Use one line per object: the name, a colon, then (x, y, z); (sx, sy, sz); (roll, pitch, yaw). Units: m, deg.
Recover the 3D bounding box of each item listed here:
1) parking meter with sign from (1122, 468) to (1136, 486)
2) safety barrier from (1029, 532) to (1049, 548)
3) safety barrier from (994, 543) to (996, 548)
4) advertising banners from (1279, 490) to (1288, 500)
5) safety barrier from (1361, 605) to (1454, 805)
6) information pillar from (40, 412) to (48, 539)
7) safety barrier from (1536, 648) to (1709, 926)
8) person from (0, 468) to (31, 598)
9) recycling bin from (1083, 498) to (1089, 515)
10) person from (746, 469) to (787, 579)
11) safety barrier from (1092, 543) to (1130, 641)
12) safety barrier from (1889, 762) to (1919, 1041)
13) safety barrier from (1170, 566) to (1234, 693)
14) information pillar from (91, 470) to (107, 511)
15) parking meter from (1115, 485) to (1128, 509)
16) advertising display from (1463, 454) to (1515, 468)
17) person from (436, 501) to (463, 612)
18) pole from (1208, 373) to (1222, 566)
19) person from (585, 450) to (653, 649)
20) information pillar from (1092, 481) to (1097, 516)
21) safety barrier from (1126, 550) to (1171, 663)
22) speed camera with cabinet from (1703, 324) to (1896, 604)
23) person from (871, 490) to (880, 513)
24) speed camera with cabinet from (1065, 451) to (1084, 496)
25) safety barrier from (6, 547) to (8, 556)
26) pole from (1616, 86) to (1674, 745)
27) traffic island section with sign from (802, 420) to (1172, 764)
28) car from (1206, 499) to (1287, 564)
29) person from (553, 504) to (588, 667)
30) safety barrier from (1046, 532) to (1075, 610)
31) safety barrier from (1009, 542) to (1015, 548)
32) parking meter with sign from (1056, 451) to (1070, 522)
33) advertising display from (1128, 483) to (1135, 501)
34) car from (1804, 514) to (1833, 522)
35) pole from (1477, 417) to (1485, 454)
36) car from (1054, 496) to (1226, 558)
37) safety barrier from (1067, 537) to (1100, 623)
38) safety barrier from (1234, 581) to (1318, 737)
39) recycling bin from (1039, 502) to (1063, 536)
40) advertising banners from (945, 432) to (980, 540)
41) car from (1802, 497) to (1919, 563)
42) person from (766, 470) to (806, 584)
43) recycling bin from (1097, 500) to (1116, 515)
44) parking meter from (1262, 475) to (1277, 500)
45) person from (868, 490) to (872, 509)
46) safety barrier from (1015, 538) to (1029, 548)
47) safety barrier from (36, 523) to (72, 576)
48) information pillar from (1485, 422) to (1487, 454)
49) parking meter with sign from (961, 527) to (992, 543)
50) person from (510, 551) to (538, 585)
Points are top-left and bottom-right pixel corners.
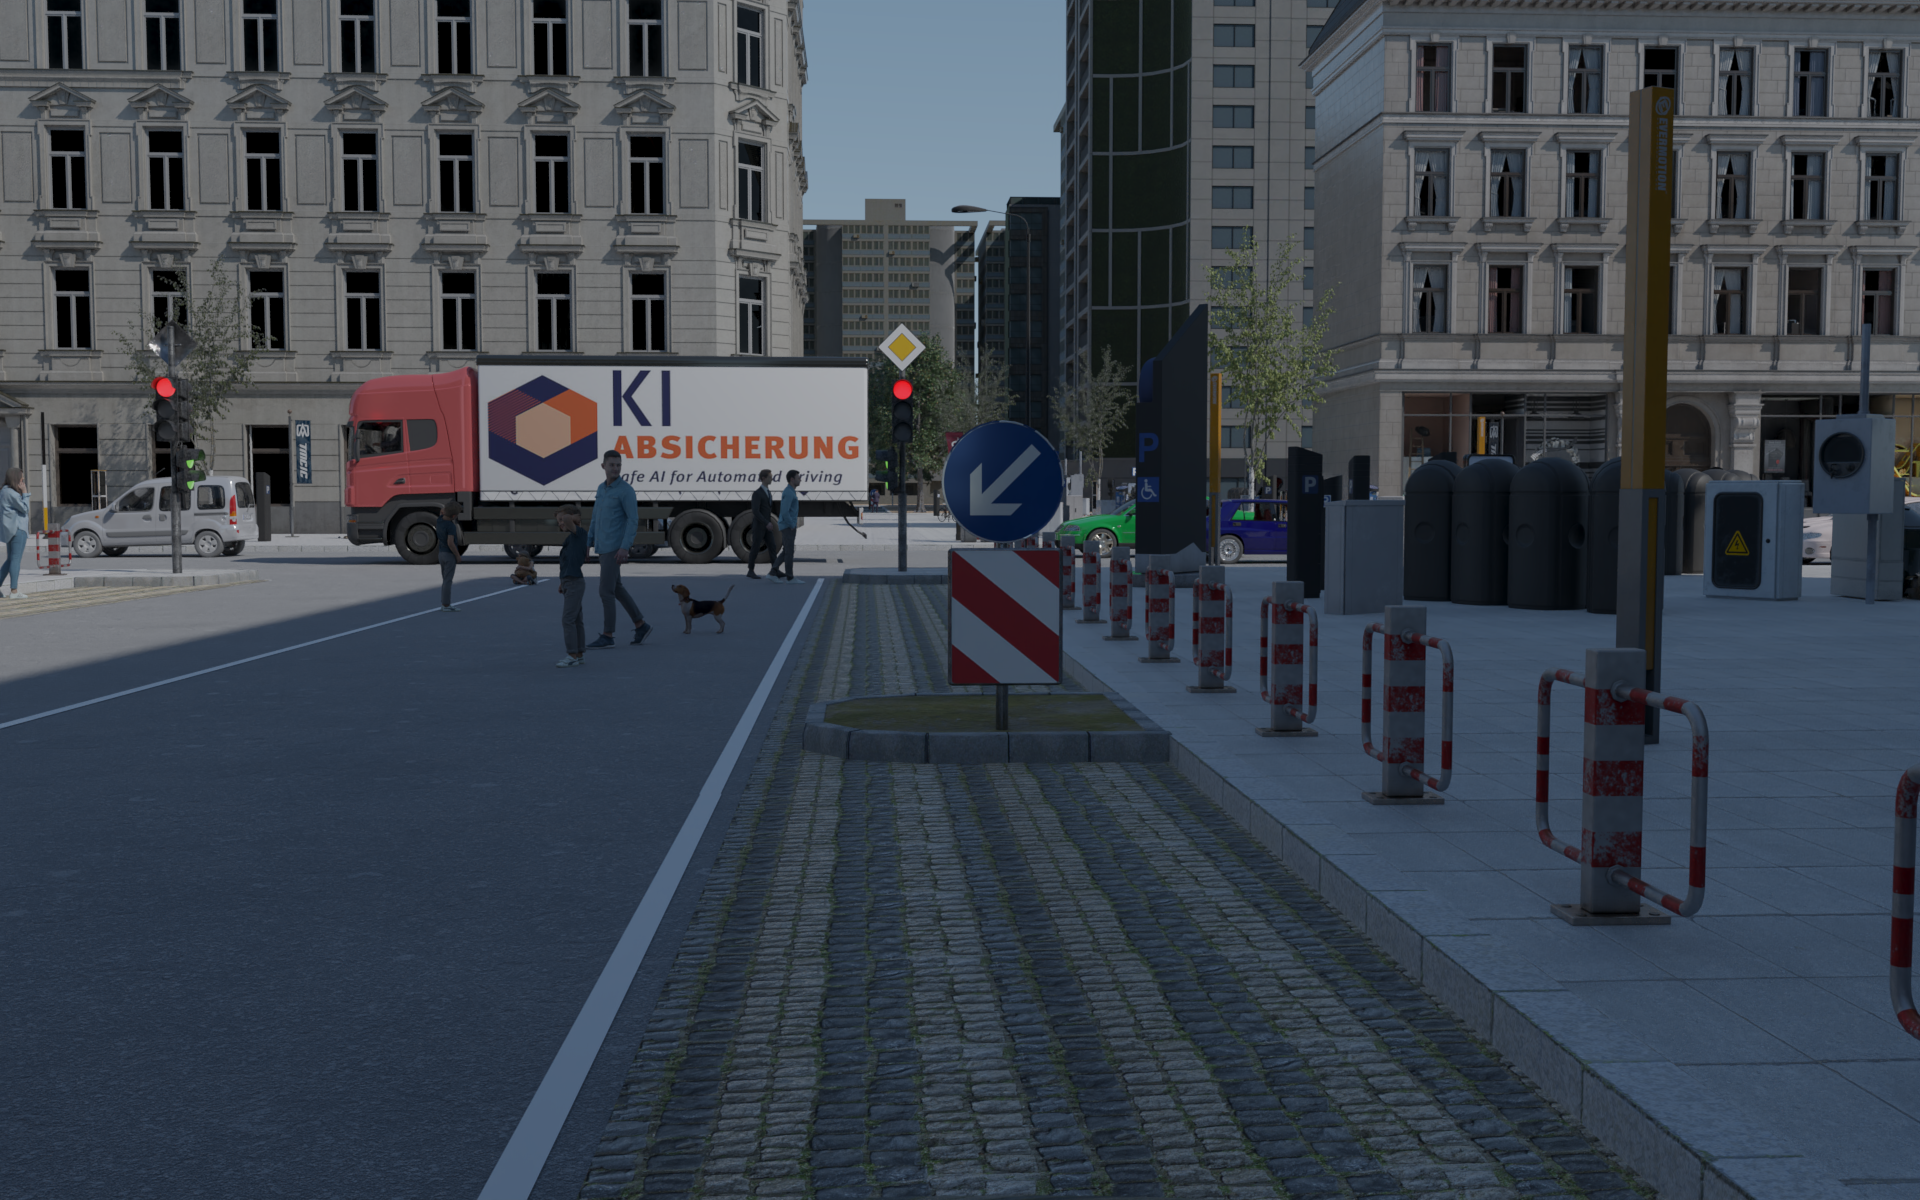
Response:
parking meter with sign: (11.077, -7.240, 114.633); (0.543, 3.016, 1.738); (-2, 4, -31)
safety barrier: (1.087, -0.426, 21.236); (0.300, 0.817, 1.120); (0, 4, -3)
safety barrier: (0.760, -0.793, 27.234); (0.300, 0.817, 1.120); (0, 4, -3)
advertising banners: (12.951, -4.424, 68.527); (0.090, 3.025, 2.074); (0, 4, -6)
safety barrier: (1.848, 0.432, 7.209); (0.300, 0.817, 1.120); (0, 4, -3)
information pillar: (-26.163, -3.554, 49.469); (0.183, 3.616, 0.504); (-2, 4, -31)
safety barrier: (1.964, 0.554, 5.209); (0.300, 0.817, 1.120); (0, 4, -3)
person: (-12.974, -0.911, 23.665); (0.793, 1.790, 0.793); (1, 4, 12)
recycling bin: (7.516, -5.729, 106.225); (0.722, 1.027, 0.722); (1, 4, 16)
person: (-3.255, -1.281, 29.217); (0.755, 1.850, 0.659); (1, 4, 20)
safety barrier: (1.412, -0.058, 15.227); (0.300, 0.817, 1.120); (0, 4, -3)
safety barrier: (2.070, 0.677, 3.210); (0.300, 0.817, 1.120); (0, 4, -3)
safety barrier: (1.631, 0.186, 11.228); (0.300, 0.817, 1.120); (0, 4, -3)
information pillar: (-26.360, -2.970, 53.057); (0.304, 2.012, 0.304); (1, 4, 20)
parking meter: (4.759, -2.601, 50.932); (0.372, 1.533, 0.369); (0, 3, 0)
advertising display: (8.517, -1.390, 27.935); (0.974, 1.923, 0.123); (-2, 4, -24)
person: (-6.234, -0.534, 21.146); (0.435, 1.345, 0.340); (2, 4, 33)
pole: (4.322, -2.171, 29.343); (0.158, 3.312, 0.155); (0, 3, 0)
person: (-3.172, -0.477, 16.166); (0.748, 1.841, 0.638); (-2, 4, -33)
information pillar: (7.580, -5.633, 96.598); (0.304, 2.012, 0.304); (2, 4, 35)
safety barrier: (1.524, 0.064, 13.227); (0.300, 0.817, 1.120); (0, 4, -3)
speed camera with cabinet: (9.994, -1.612, 20.691); (0.660, 3.252, 2.038); (-2, 4, -35)
person: (-6.404, -7.449, 130.731); (0.683, 1.767, 0.568); (-1, 4, -16)
speed camera with cabinet: (5.392, -5.296, 80.925); (0.660, 3.252, 2.038); (0, 4, 0)
safety barrier: (-14.165, -0.674, 25.291); (0.300, 0.817, 1.120); (0, 4, -3)
pole: (3.489, -0.917, 8.835); (0.158, 3.312, 0.155); (0, 3, 0)
traffic island section with sign: (0.088, -0.090, 10.101); (1.989, 1.847, 2.006); (0, 4, -3)
car: (6.695, -1.445, 36.201); (3.894, 1.354, 1.945); (0, 4, -5)
person: (-3.275, -0.128, 14.501); (0.340, 1.345, 0.435); (-2, 4, -29)
safety barrier: (1.194, -0.303, 19.228); (0.300, 0.817, 1.120); (0, 4, -3)
safety barrier: (0.868, -0.670, 25.234); (0.300, 0.817, 1.120); (0, 4, -3)
parking meter with sign: (3.962, -4.474, 69.405); (0.543, 3.016, 1.738); (-1, 4, -16)
advertising display: (9.774, -5.628, 97.232); (0.123, 1.923, 0.974); (-3, 4, -37)
car: (21.504, -1.715, 40.410); (4.827, 1.381, 2.083); (0, 4, -1)
pole: (13.776, -3.181, 45.860); (0.158, 3.312, 0.155); (0, 3, 0)
car: (4.474, -1.876, 39.465); (4.718, 1.807, 1.959); (0, 4, -4)
safety barrier: (1.307, -0.181, 17.227); (0.300, 0.817, 1.120); (0, 4, -3)
safety barrier: (1.741, 0.310, 9.212); (0.300, 0.817, 1.120); (0, 4, -3)
recycling bin: (2.805, -2.508, 53.565); (0.722, 1.027, 0.722); (0, 4, 7)
advertising banners: (0.597, -3.194, 48.402); (2.074, 3.025, 0.090); (1, 4, 13)
car: (19.028, -1.403, 35.307); (4.827, 1.381, 2.083); (0, 4, -4)
person: (-2.792, -1.170, 27.645); (0.620, 1.820, 0.660); (-1, 4, -11)
recycling bin: (6.322, -3.798, 74.656); (0.722, 1.027, 0.722); (-1, 4, -12)
parking meter: (9.621, -2.947, 53.901); (0.399, 1.863, 0.255); (2, 4, 33)
person: (-7.921, -8.823, 152.761); (0.705, 1.824, 1.348); (-1, 4, -20)
safety barrier: (0.978, -0.548, 23.235); (0.300, 0.817, 1.120); (0, 4, -3)
safety barrier: (-14.272, -0.796, 27.290); (0.300, 0.817, 1.120); (0, 4, -3)
information pillar: (17.096, -3.986, 56.522); (0.183, 3.616, 0.504); (1, 4, 21)
parking meter with sign: (0.895, -3.043, 46.019); (1.738, 3.016, 0.543); (-1, 4, -18)
person: (-6.857, -0.508, 27.284); (0.381, 0.543, 0.357); (1, 4, 17)
